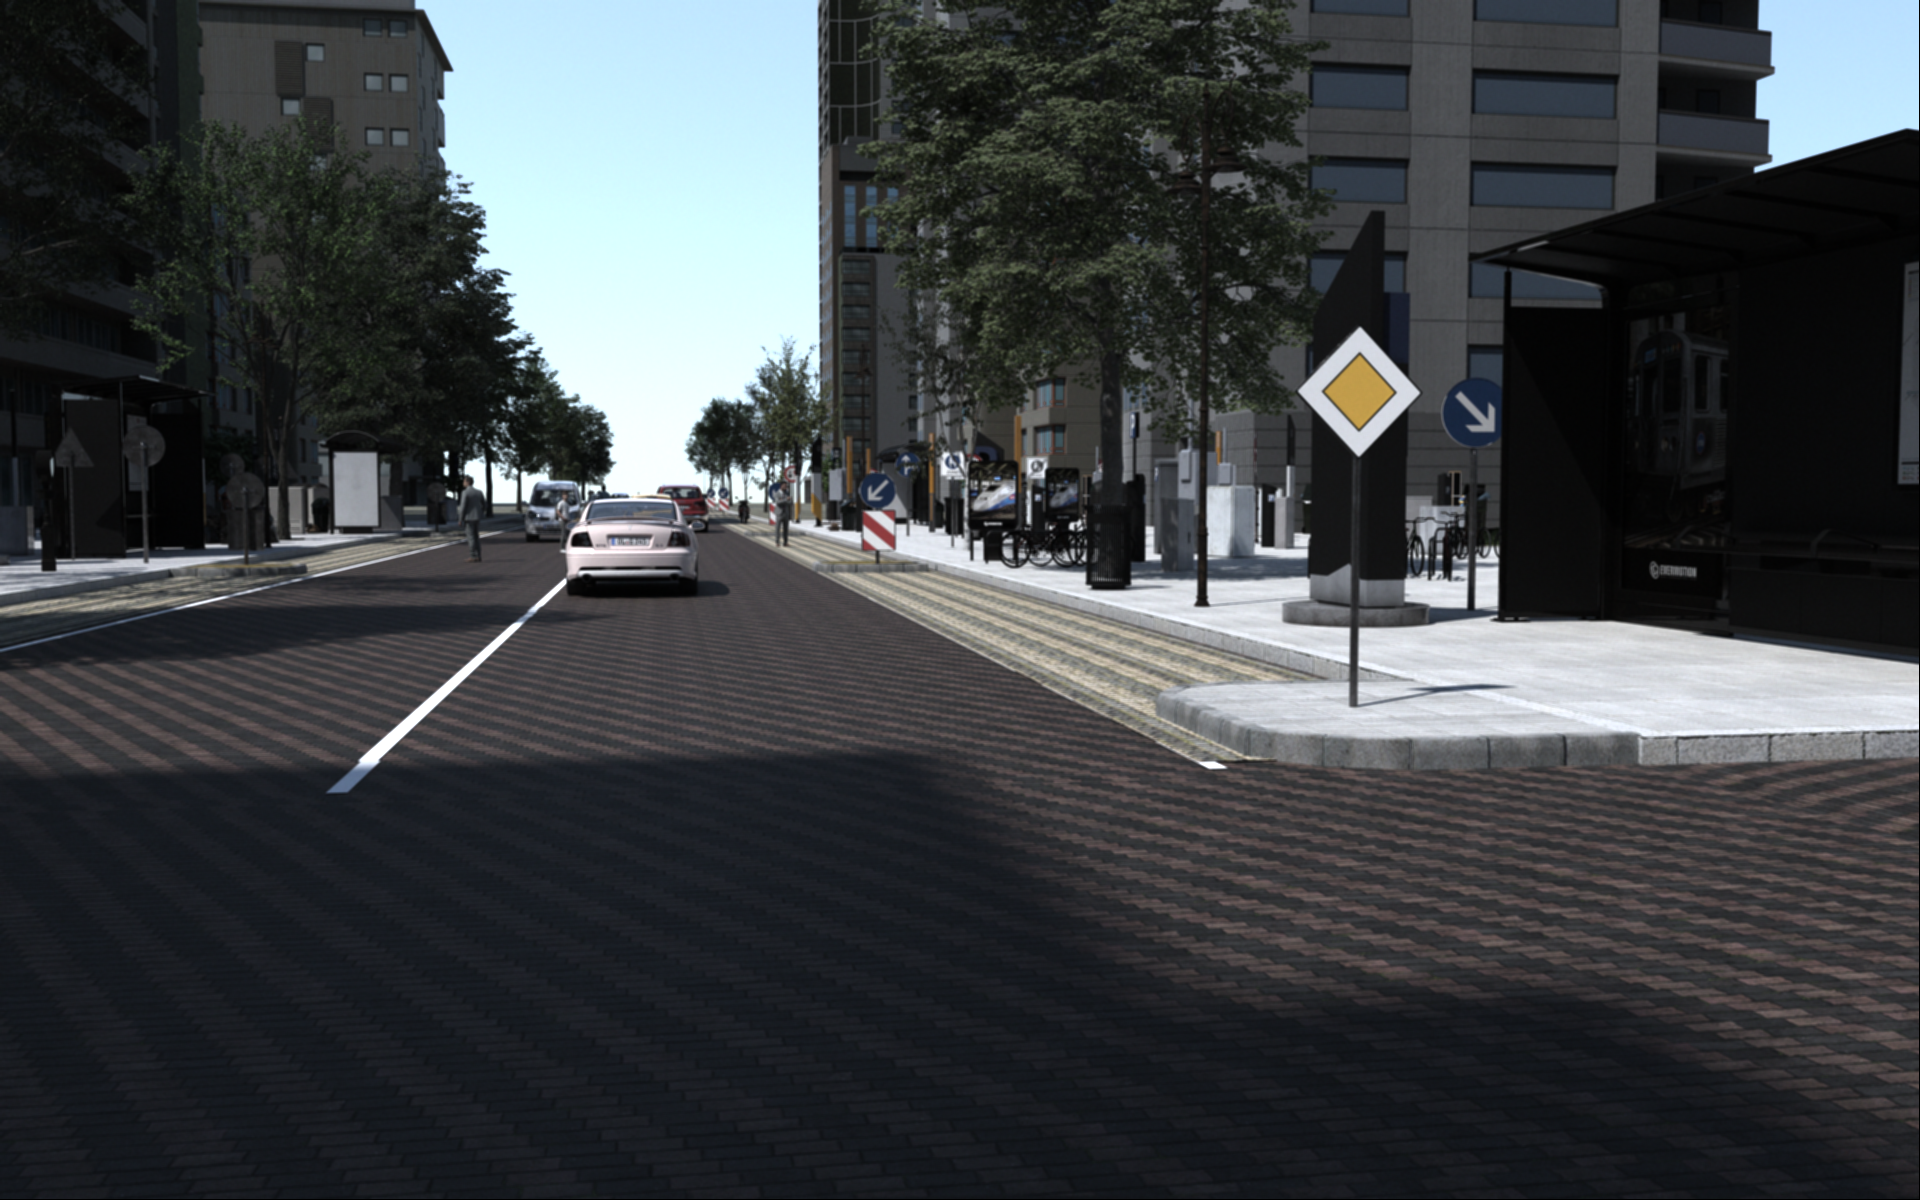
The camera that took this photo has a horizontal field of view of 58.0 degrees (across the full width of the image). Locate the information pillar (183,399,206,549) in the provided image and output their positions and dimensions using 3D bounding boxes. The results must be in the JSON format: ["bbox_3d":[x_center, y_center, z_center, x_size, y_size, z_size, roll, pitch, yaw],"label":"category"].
[{"bbox_3d":[-17.936,-3.009,40.556,0.504,3.616,0.183,1,4,11],"label":"information pillar"}]

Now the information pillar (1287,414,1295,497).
[{"bbox_3d":[9.709,-3.639,50.852,0.183,3.616,0.504,2,4,30],"label":"information pillar"}]

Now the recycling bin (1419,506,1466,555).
[{"bbox_3d":[10.210,-1.475,36.664,0.722,1.027,0.722,-1,4,-12],"label":"recycling bin"}]

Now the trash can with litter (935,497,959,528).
[{"bbox_3d":[-0.612,-3.278,64.986,1.055,1.170,0.624,0,4,2],"label":"trash can with litter"}]

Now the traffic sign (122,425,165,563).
[{"bbox_3d":[-15.121,-1.957,32.102,0.768,2.556,0.104,0,4,-4],"label":"traffic sign"}]

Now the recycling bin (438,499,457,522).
[{"bbox_3d":[-23.954,-4.175,80.815,0.722,1.027,0.722,1,4,18],"label":"recycling bin"}]

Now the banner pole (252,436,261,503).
[{"bbox_3d":[-30.574,-5.221,75.374,0.863,3.779,0.401,3,5,41],"label":"banner pole"}]

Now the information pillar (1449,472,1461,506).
[{"bbox_3d":[16.184,-3.192,56.685,0.304,2.012,0.304,-1,4,-11],"label":"information pillar"}]

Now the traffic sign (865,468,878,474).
[{"bbox_3d":[-4.380,-5.250,85.943,0.768,2.556,0.104,-1,4,-10],"label":"traffic sign"}]

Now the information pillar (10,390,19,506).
[{"bbox_3d":[-21.463,-2.936,39.352,0.183,3.616,0.504,-2,4,-26],"label":"information pillar"}]

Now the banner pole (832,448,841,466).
[{"bbox_3d":[-5.695,-5.648,82.355,0.863,3.779,0.401,1,4,17],"label":"banner pole"}]

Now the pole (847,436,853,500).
[{"bbox_3d":[-3.901,-4.125,61.292,0.158,3.312,0.155,0,3,0],"label":"pole"}]

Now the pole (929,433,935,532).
[{"bbox_3d":[-0.936,-3.932,58.136,0.158,3.312,0.155,0,3,0],"label":"pole"}]

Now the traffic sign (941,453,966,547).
[{"bbox_3d":[-0.178,-2.433,41.914,0.606,2.300,0.079,0,4,-3],"label":"traffic sign"}]

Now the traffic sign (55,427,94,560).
[{"bbox_3d":[-17.213,-2.052,33.547,0.884,2.594,0.081,0,4,0],"label":"traffic sign"}]

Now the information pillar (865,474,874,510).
[{"bbox_3d":[-3.276,-3.521,62.063,0.304,2.012,0.304,-1,4,-20],"label":"information pillar"}]

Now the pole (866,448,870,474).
[{"bbox_3d":[-4.083,-5.098,77.203,0.158,3.312,0.155,0,3,0],"label":"pole"}]

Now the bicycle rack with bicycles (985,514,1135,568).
[{"bbox_3d":[1.778,-1.093,31.257,2.925,0.926,2.852,-1,4,-15],"label":"bicycle rack with bicycles"}]

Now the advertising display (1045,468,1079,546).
[{"bbox_3d":[2.506,-2.281,42.515,0.974,1.923,0.123,-2,4,-34],"label":"advertising display"}]

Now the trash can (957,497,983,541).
[{"bbox_3d":[0.355,-2.216,47.883,0.748,1.137,0.748,0,3,0],"label":"trash can"}]

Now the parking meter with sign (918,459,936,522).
[{"bbox_3d":[-1.555,-5.074,79.226,0.543,3.016,1.738,1,4,11],"label":"parking meter with sign"}]

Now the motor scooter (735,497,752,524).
[{"bbox_3d":[-10.419,-4.327,83.517,0.815,1.314,1.986,-1,4,-11],"label":"motor scooter"}]

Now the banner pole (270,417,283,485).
[{"bbox_3d":[-21.997,-4.027,55.863,0.401,3.779,0.863,1,4,12],"label":"banner pole"}]

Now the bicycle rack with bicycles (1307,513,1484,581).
[{"bbox_3d":[6.577,-0.830,26.954,2.852,0.926,2.925,1,4,18],"label":"bicycle rack with bicycles"}]

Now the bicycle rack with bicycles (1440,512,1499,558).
[{"bbox_3d":[10.410,-1.266,34.083,2.925,0.926,2.852,-3,5,-42],"label":"bicycle rack with bicycles"}]

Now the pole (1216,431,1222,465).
[{"bbox_3d":[8.409,-3.823,56.349,0.158,3.312,0.155,0,3,0],"label":"pole"}]

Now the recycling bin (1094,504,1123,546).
[{"bbox_3d":[3.681,-1.791,41.834,0.722,1.027,0.722,-1,4,-19],"label":"recycling bin"}]

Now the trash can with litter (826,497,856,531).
[{"bbox_3d":[-4.090,-2.998,60.397,1.055,1.170,0.624,-2,4,-23],"label":"trash can with litter"}]

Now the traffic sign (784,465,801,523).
[{"bbox_3d":[-7.415,-4.691,76.800,0.768,2.556,0.104,0,4,-1],"label":"traffic sign"}]

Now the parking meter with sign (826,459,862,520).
[{"bbox_3d":[-5.735,-5.456,85.468,1.738,3.016,0.543,0,4,1],"label":"parking meter with sign"}]

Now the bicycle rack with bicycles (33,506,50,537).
[{"bbox_3d":[-27.782,-2.262,50.361,2.852,0.926,2.925,-2,4,-25],"label":"bicycle rack with bicycles"}]

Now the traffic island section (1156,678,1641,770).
[{"bbox_3d":[2.389,0.724,10.451,2.009,0.180,2.903,-1,4,-10],"label":"traffic island section"}]

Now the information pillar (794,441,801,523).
[{"bbox_3d":[-7.144,-5.193,76.254,0.183,3.616,0.504,1,4,13],"label":"information pillar"}]

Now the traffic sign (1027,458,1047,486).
[{"bbox_3d":[2.162,-2.849,48.710,0.606,2.300,0.079,-1,4,-10],"label":"traffic sign"}]

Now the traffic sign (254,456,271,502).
[{"bbox_3d":[-23.370,-3.558,58.283,0.768,2.556,0.104,0,4,-3],"label":"traffic sign"}]

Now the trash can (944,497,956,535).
[{"bbox_3d":[-0.165,-2.629,54.642,0.748,1.137,0.748,0,3,0],"label":"trash can"}]

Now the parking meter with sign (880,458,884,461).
[{"bbox_3d":[-3.425,-5.225,81.682,0.543,3.016,1.738,-1,4,-9],"label":"parking meter with sign"}]

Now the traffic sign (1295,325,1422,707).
[{"bbox_3d":[2.367,-0.411,10.370,0.795,2.450,0.064,-1,4,-10],"label":"traffic sign"}]

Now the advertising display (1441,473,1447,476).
[{"bbox_3d":[14.968,-2.961,53.632,0.123,1.923,0.974,1,4,12],"label":"advertising display"}]

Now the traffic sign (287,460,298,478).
[{"bbox_3d":[-22.976,-3.606,58.966,0.884,2.594,0.081,-1,4,-8],"label":"traffic sign"}]

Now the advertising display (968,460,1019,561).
[{"bbox_3d":[0.642,-1.716,33.277,0.974,1.923,0.123,1,4,16],"label":"advertising display"}]

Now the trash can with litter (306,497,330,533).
[{"bbox_3d":[-21.082,-2.788,56.973,0.624,1.170,1.055,0,4,4],"label":"trash can with litter"}]

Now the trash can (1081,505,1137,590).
[{"bbox_3d":[2.001,-0.713,23.308,0.748,1.137,0.748,0,3,0],"label":"trash can"}]

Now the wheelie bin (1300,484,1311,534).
[{"bbox_3d":[11.402,-2.925,55.734,0.980,1.594,0.693,3,4,37],"label":"wheelie bin"}]

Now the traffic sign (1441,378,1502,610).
[{"bbox_3d":[5.645,-1.159,19.051,0.768,2.556,0.104,0,4,-2],"label":"traffic sign"}]

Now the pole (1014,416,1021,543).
[{"bbox_3d":[1.505,-3.135,45.104,0.158,3.312,0.155,0,3,0],"label":"pole"}]

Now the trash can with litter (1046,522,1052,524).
[{"bbox_3d":[3.868,-3.798,73.487,0.624,1.170,1.055,-1,4,-14],"label":"trash can with litter"}]

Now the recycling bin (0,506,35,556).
[{"bbox_3d":[-19.806,-1.444,36.166,0.722,1.027,0.722,-1,4,-17],"label":"recycling bin"}]

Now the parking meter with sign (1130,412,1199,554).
[{"bbox_3d":[4.538,-2.492,37.002,1.738,3.016,0.543,0,4,-6],"label":"parking meter with sign"}]

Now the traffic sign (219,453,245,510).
[{"bbox_3d":[-22.794,-3.312,54.253,0.768,2.556,0.104,0,4,-5],"label":"traffic sign"}]

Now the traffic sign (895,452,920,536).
[{"bbox_3d":[-1.584,-3.219,52.738,0.768,2.556,0.104,0,4,-4],"label":"traffic sign"}]

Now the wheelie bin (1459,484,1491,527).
[{"bbox_3d":[16.199,-2.844,54.405,0.980,1.594,0.693,0,3,0],"label":"wheelie bin"}]

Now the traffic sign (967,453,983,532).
[{"bbox_3d":[0.352,-3.303,54.106,0.768,2.556,0.104,0,4,-7],"label":"traffic sign"}]
